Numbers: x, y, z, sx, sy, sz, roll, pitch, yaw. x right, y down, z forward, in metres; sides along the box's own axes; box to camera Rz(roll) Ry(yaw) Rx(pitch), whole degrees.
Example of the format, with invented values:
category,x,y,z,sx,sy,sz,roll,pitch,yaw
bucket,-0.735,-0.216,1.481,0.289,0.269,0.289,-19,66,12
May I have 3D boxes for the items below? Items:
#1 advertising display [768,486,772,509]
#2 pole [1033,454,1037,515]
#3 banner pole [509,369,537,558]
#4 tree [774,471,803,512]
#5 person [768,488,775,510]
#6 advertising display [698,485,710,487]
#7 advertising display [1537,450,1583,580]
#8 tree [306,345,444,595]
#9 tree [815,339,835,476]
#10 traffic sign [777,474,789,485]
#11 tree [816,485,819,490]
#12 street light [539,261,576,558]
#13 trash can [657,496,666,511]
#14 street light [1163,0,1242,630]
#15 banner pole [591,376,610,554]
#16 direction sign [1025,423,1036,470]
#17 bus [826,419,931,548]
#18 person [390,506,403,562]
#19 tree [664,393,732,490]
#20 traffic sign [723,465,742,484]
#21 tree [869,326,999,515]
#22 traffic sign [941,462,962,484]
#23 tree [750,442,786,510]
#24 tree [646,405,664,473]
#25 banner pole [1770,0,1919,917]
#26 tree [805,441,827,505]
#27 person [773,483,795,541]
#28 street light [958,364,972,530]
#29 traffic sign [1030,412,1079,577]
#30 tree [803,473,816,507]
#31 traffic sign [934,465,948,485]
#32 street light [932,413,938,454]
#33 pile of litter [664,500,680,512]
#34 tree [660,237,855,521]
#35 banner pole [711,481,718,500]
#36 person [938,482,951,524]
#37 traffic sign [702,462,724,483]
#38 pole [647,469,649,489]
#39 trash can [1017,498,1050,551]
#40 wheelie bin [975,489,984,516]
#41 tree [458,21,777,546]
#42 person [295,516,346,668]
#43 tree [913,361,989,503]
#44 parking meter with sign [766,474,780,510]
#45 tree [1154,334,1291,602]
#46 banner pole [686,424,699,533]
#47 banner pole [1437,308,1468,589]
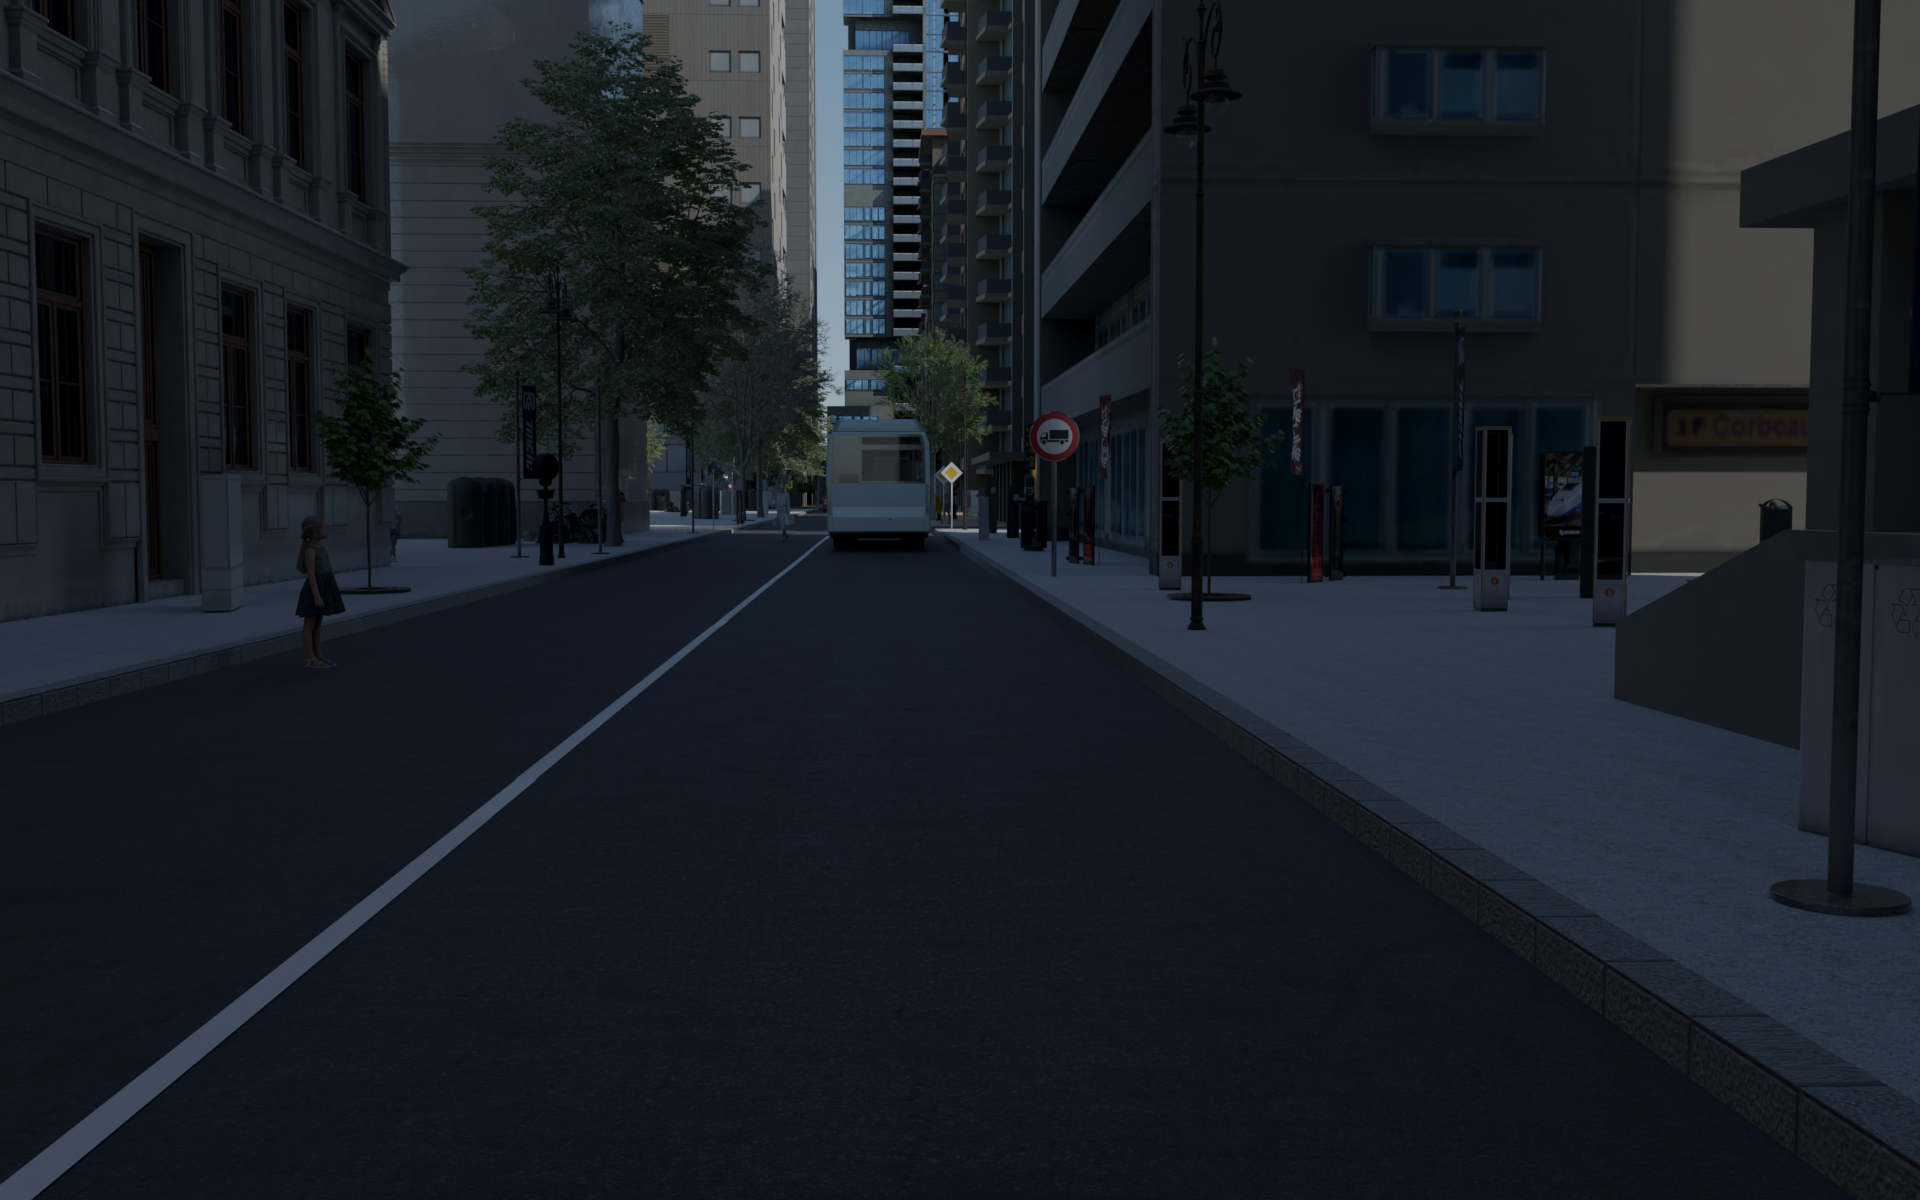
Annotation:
category,x,y,z,sx,sy,sz,roll,pitch,yaw
advertising display,-15.905,-8.527,144.633,0.123,1.923,0.974,1,4,21
pole,2.712,-4.189,62.328,0.158,3.312,0.155,0,3,0
banner pole,-8.813,-2.757,35.095,0.401,3.779,0.863,1,4,23
tree,-12.832,-8.048,126.183,1.663,3.219,1.824,0,3,0
person,-14.901,-7.913,135.775,0.624,1.780,0.694,3,5,44
advertising display,-17.786,-7.048,120.451,0.123,1.923,0.974,3,5,41
advertising display,9.063,-1.260,25.822,0.974,1.923,0.123,-1,4,-18
tree,-7.580,-1.710,22.559,1.663,3.219,1.824,0,3,0
tree,-10.898,-10.765,94.127,7.486,12.596,7.792,0,3,0
traffic sign,-11.080,-6.608,108.151,0.768,2.556,0.104,0,4,3
tree,-14.510,-10.521,166.621,1.663,3.219,1.824,0,3,0
street light,-7.980,-3.775,34.515,0.468,5.910,1.993,0,4,-3
trash can,-22.402,-7.238,129.991,0.748,1.137,0.748,0,3,0
street light,2.239,-2.656,16.207,0.468,5.910,1.993,0,4,-3
banner pole,-7.722,-2.883,37.156,0.401,3.779,0.863,-1,4,-9
direction sign,2.515,-3.889,55.576,0.876,3.537,0.379,0,4,6
bus,-2.317,-3.323,49.195,2.948,3.499,13.247,0,4,-3
person,-10.743,-1.351,32.811,0.352,1.250,0.332,-2,4,-27
tree,-15.744,-9.624,107.719,4.737,8.622,4.395,0,3,0
traffic sign,-9.233,-4.156,70.135,0.795,2.593,0.064,0,4,-3
tree,-1.540,-11.185,108.627,9.928,11.665,9.643,0,3,0
traffic sign,-0.282,-3.690,62.529,0.795,2.593,0.064,0,4,-3
tree,-15.447,-11.542,139.071,4.737,8.622,4.395,0,3,0
tree,-23.322,-10.784,126.680,4.737,8.622,4.395,0,3,0
banner pole,2.996,-0.937,5.330,0.863,3.779,0.401,0,4,0
tree,-16.403,-15.090,197.084,4.360,8.622,3.978,0,3,0
person,-5.324,-2.673,52.550,0.694,1.780,0.624,3,5,40
street light,0.171,-5.445,61.814,0.468,5.910,1.993,0,4,-3
traffic sign,1.462,-1.635,26.843,0.768,2.556,0.104,0,4,3
tree,-14.144,-9.819,155.143,1.663,3.219,1.824,0,3,0
traffic sign,-0.647,-4.178,70.506,0.795,2.593,0.064,0,4,-3
street light,-1.445,-7.730,99.177,0.468,5.910,1.993,0,4,-3
pile of litter,-20.434,-6.639,122.515,1.719,0.858,1.176,1,4,17
tree,-10.263,-10.526,82.468,12.009,13.543,11.850,0,3,0
banner pole,-20.549,-9.461,144.706,0.401,3.779,0.863,3,5,42
person,-0.633,-4.157,74.201,0.526,1.800,0.537,-1,4,-13
traffic sign,-8.868,-3.668,62.158,0.795,2.593,0.064,0,4,-3
pole,-24.441,-8.671,135.620,0.158,3.312,0.155,0,3,0
trash can,1.662,-1.673,39.010,0.748,1.137,0.748,0,3,0
wheelie bin,1.379,-5.652,100.323,0.980,1.594,0.693,1,4,12
tree,-8.096,-7.593,42.268,7.486,12.596,7.792,0,3,0
person,-5.319,-0.076,14.407,0.373,1.253,0.362,0,4,5
tree,-0.525,-8.862,95.250,4.737,8.622,4.395,0,3,0
parking meter with sign,-15.209,-9.007,143.521,1.738,3.016,0.543,0,4,8
tree,3.175,-1.618,21.064,1.663,3.219,1.824,0,3,0
banner pole,-8.783,-4.059,56.389,0.401,3.779,0.863,1,4,12
banner pole,6.652,-2.026,23.134,0.401,3.779,0.863,0,4,7
